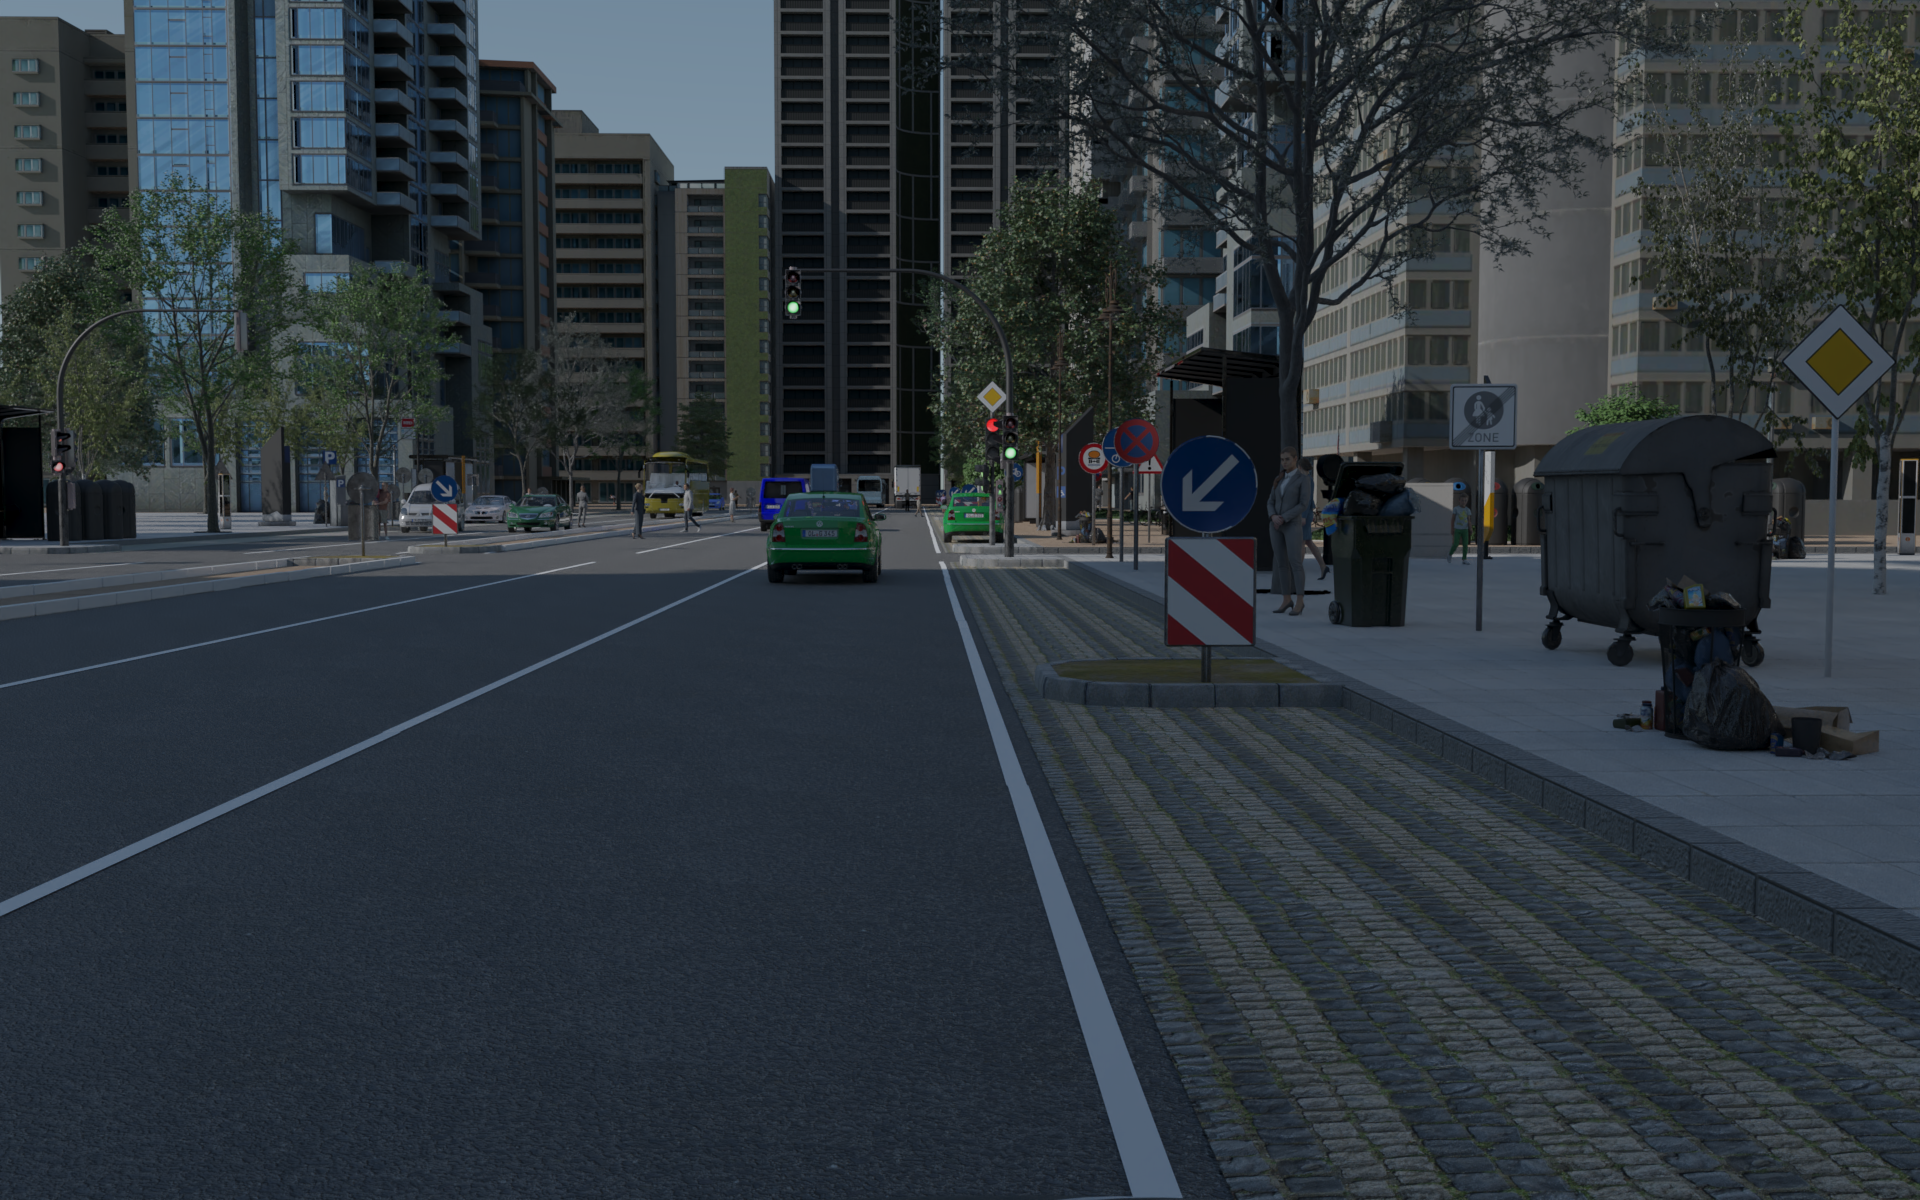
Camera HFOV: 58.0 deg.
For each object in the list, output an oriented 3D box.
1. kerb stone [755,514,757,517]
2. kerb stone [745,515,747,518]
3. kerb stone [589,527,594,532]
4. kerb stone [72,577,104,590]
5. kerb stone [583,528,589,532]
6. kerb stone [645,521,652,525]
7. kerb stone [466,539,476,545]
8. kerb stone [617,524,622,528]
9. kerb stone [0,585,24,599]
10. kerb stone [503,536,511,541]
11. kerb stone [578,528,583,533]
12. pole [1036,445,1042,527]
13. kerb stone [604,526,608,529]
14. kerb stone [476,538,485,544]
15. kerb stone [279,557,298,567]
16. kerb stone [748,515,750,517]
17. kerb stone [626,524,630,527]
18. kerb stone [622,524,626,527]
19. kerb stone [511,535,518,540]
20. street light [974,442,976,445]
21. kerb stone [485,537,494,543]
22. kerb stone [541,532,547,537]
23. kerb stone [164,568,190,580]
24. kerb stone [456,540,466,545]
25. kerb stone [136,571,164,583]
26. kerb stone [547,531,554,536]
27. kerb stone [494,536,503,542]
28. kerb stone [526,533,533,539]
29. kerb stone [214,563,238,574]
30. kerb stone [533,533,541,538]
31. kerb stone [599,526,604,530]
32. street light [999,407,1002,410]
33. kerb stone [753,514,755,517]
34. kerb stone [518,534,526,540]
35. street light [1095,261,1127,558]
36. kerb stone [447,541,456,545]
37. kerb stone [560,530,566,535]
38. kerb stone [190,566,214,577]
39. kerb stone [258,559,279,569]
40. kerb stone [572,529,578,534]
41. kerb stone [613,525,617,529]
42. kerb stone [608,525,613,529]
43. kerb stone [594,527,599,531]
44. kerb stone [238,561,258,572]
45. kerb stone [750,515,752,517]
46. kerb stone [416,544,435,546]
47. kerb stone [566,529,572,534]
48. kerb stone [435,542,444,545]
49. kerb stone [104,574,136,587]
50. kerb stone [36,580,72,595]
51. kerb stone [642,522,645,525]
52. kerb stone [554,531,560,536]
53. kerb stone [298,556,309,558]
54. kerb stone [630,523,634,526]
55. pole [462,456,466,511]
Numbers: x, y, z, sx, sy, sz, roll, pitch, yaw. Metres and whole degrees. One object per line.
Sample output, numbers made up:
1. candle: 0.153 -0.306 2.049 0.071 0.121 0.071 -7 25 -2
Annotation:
1. kerb stone: -13.013 -5.284 108.592 0.120 0.150 1.000 0 4 -1
2. kerb stone: -12.870 -4.908 102.439 0.120 0.150 1.000 0 4 -1
3. kerb stone: -14.102 -2.644 65.513 0.120 0.150 1.000 0 4 -1
4. kerb stone: -13.174 -0.232 25.989 0.120 0.150 1.000 0 4 -1
5. kerb stone: -14.081 -2.587 64.491 0.120 0.150 1.000 0 4 -1
6. kerb stone: -14.441 -3.527 79.856 0.120 0.150 1.000 0 4 -1
7. kerb stone: -13.683 -1.582 48.062 0.120 0.150 1.000 0 4 -1
8. kerb stone: -14.251 -3.018 71.669 0.120 0.150 1.000 0 4 -1
9. kerb stone: -13.131 -0.107 23.946 0.120 0.150 1.000 0 4 -1
10. kerb stone: -13.793 -1.833 52.162 0.120 0.150 1.000 0 4 -1
11. kerb stone: -14.050 -2.524 63.464 0.120 0.150 1.000 0 4 -1
12. pole: 3.042 -4.453 66.651 0.158 3.312 0.155 0 3 0
13. kerb stone: -14.172 -2.834 68.591 0.120 0.150 1.000 0 4 -1
14. kerb stone: -13.715 -1.645 49.084 0.120 0.150 1.000 0 4 -1
15. kerb stone: -13.362 -0.734 34.202 0.120 0.150 1.000 0 4 -1
16. kerb stone: -12.929 -5.034 104.498 0.120 0.150 1.000 0 4 -1
17. kerb stone: -14.294 -3.151 73.713 0.120 0.150 1.000 0 4 -1
18. kerb stone: -14.272 -3.088 72.691 0.120 0.150 1.000 0 4 -1
19. kerb stone: -13.820 -1.893 53.201 0.120 0.150 1.000 0 4 -1
20. street light: 1.027 -8.879 117.964 0.468 5.910 1.993 0 4 -1
21. kerb stone: -13.744 -1.707 50.112 0.120 0.150 1.000 0 4 -1
22. kerb stone: -13.908 -2.148 57.308 0.120 0.150 1.000 0 4 -1
23. kerb stone: -13.242 -0.419 29.080 0.120 0.150 1.000 0 4 -1
24. kerb stone: -13.673 -1.520 47.040 0.120 0.150 1.000 0 4 -1
25. kerb stone: -13.218 -0.358 28.053 0.120 0.150 1.000 0 4 -1
26. kerb stone: -13.928 -2.210 58.330 0.120 0.150 1.000 0 4 -1
27. kerb stone: -13.756 -1.770 51.135 0.120 0.150 1.000 0 4 -1
28. kerb stone: -13.864 -2.022 55.256 0.120 0.150 1.000 0 4 -1
29. kerb stone: -13.286 -0.546 31.124 0.120 0.150 1.000 0 4 -1
30. kerb stone: -13.882 -2.085 56.278 0.120 0.150 1.000 0 4 -1
31. kerb stone: -14.156 -2.775 67.564 0.120 0.150 1.000 0 4 -1
32. street light: 1.933 -6.731 82.842 0.468 5.910 1.993 0 4 -1
33. kerb stone: -12.998 -5.218 107.570 0.120 0.150 1.000 0 4 -1
34. kerb stone: -13.834 -1.959 54.229 0.120 0.150 1.000 0 4 -1
35. street light: 2.992 -3.772 34.468 0.468 5.910 1.993 0 4 -1
36. kerb stone: -13.643 -1.455 46.010 0.120 0.150 1.000 0 4 -1
37. kerb stone: -13.987 -2.336 60.389 0.120 0.150 1.000 0 4 -1
38. kerb stone: -13.269 -0.484 30.102 0.120 0.150 1.000 0 4 -1
39. kerb stone: -13.341 -0.671 33.174 0.120 0.150 1.000 0 4 -1
40. kerb stone: -14.033 -2.461 62.435 0.120 0.150 1.000 0 4 -1
41. kerb stone: -14.227 -2.962 70.639 0.120 0.150 1.000 0 4 -1
42. kerb stone: -14.199 -2.900 69.617 0.120 0.150 1.000 0 4 -1
43. kerb stone: -14.131 -2.710 66.538 0.120 0.150 1.000 0 4 -1
44. kerb stone: -13.321 -0.609 32.145 0.120 0.150 1.000 0 4 -1
45. kerb stone: -12.950 -5.096 105.521 0.120 0.150 1.000 0 4 -1
46. kerb stone: -13.603 -1.331 43.964 0.120 0.150 1.000 0 4 -1
47. kerb stone: -14.002 -2.399 61.411 0.120 0.150 1.000 0 4 -1
48. kerb stone: -13.626 -1.388 44.988 0.120 0.150 1.000 0 4 -1
49. kerb stone: -13.188 -0.295 27.019 0.120 0.150 1.000 0 4 -1
50. kerb stone: -13.142 -0.166 24.968 0.120 0.150 1.000 0 4 -1
51. kerb stone: -14.402 -3.399 77.808 0.120 0.150 1.000 0 4 -1
52. kerb stone: -13.954 -2.272 59.367 0.120 0.150 1.000 0 4 -1
53. kerb stone: -13.383 -0.795 35.228 0.120 0.150 1.000 0 4 -1
54. kerb stone: -14.319 -3.213 74.735 0.120 0.150 1.000 0 4 -1
55. pole: -26.303 -5.993 91.823 0.158 3.312 0.155 0 3 0
